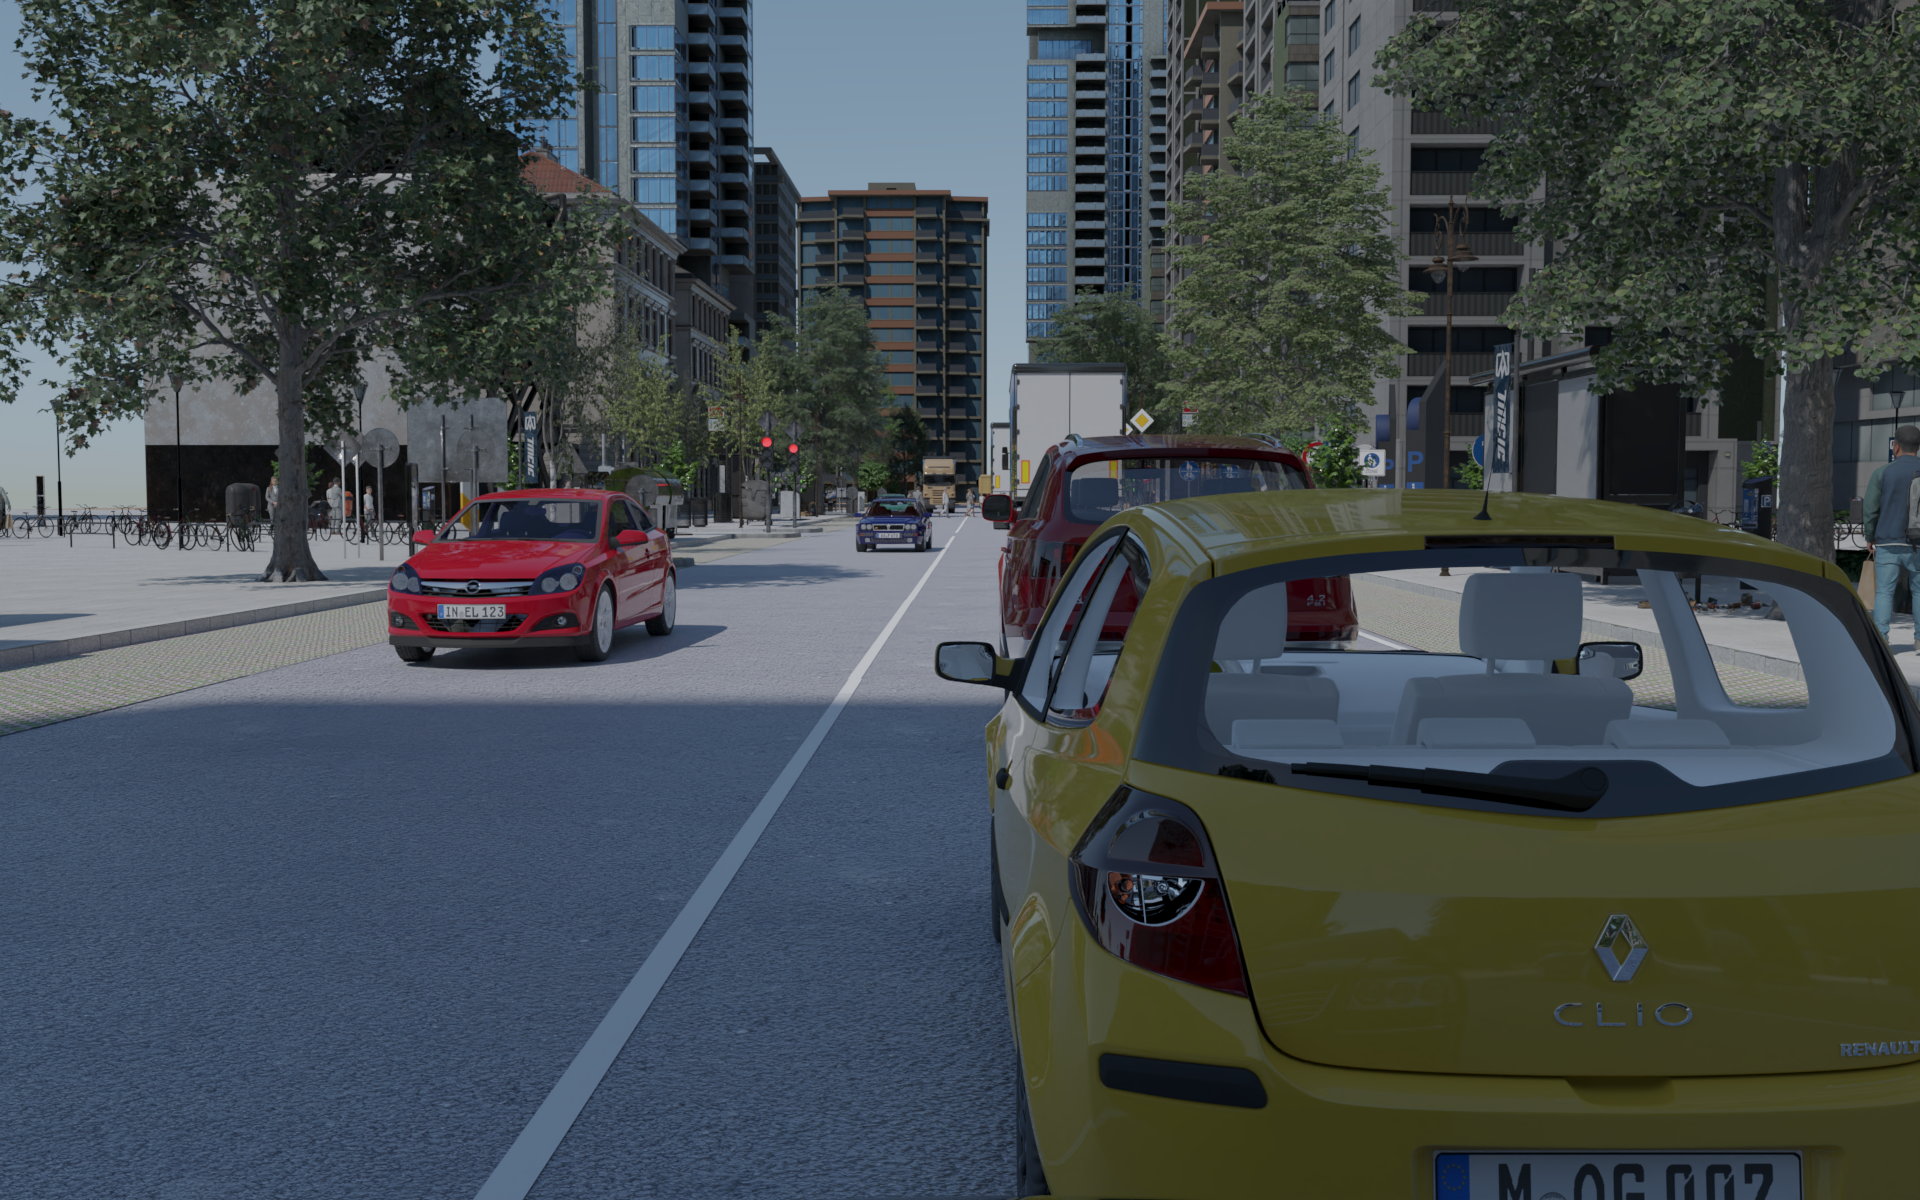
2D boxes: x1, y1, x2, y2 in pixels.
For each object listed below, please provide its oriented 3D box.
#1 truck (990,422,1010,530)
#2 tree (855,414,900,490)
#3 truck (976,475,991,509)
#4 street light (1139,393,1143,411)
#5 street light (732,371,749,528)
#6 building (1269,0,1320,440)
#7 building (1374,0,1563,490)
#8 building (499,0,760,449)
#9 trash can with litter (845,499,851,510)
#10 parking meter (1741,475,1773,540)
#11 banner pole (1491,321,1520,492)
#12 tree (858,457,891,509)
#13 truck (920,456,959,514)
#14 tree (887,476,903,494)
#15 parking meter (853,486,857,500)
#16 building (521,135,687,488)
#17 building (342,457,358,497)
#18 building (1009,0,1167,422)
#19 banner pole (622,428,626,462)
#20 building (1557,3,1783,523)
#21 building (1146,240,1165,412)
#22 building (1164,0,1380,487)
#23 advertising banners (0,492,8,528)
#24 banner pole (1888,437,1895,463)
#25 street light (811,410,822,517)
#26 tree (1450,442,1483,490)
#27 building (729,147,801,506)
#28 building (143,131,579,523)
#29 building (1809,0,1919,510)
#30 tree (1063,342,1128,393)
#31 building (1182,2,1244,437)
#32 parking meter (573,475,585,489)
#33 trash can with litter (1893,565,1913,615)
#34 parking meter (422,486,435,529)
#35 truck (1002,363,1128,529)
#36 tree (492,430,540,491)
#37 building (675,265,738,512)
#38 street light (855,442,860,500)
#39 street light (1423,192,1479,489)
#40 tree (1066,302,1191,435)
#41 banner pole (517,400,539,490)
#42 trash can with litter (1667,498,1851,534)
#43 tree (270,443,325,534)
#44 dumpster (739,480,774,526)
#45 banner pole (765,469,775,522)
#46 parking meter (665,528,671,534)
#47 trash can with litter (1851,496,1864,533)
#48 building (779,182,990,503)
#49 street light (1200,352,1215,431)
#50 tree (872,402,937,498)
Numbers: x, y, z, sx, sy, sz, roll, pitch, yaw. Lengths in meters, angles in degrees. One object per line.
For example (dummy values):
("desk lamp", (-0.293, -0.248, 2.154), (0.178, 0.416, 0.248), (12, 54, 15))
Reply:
("truck", (2.638, -5.156, 73.216), (2.839, 4.237, 11.283), (0, 4, 2))
("tree", (-7.211, -12.632, 156.901), (4.360, 8.622, 3.978), (0, 3, 0))
("truck", (3.246, -10.753, 171.741), (3.469, 3.379, 9.791), (0, 4, 2))
("street light", (8.283, -6.518, 79.364), (0.468, 5.910, 1.993), (0, 4, 1))
("street light", (-8.286, -5.661, 65.352), (0.468, 5.910, 1.993), (0, 4, 1))
("building", (25.245, -20.273, 103.163), (14.160, 30.474, 14.107), (0, 4, 1))
("building", (30.351, -42.135, 127.166), (20.563, 71.187, 20.611), (0, 4, 1))
("building", (-29.241, -51.481, 154.385), (22.319, 86.520, 31.000), (0, 4, 1))
("trash can with litter", (-8.559, -7.755, 137.859), (1.678, 1.210, 2.233), (-2, 4, -27))
("parking meter", (10.707, -0.910, 23.283), (0.372, 1.533, 0.369), (0, 3, 0))
("banner pole", (8.004, -2.161, 25.354), (0.401, 3.779, 0.863), (-1, 4, -12))
("tree", (-7.594, -10.257, 151.410), (4.285, 4.588, 4.351), (0, 3, 0))
("truck", (-1.537, -8.674, 130.727), (2.839, 4.237, 11.283), (0, 4, 0))
("tree", (-6.691, -11.353, 180.224), (1.663, 3.219, 1.824), (0, 3, 0))
("parking meter", (-7.675, -7.430, 127.199), (0.255, 1.863, 0.399), (-2, 4, -29))
("building", (-24.743, -16.714, 109.431), (11.583, 22.565, 21.152), (0, 4, 1))
("building", (-64.045, -33.528, 198.292), (14.200, 45.320, 14.600), (0, 4, 1))
("building", (20.901, -56.942, 243.671), (31.000, 86.520, 22.319), (0, 4, 1))
("banner pole", (-12.858, -4.667, 66.327), (0.401, 3.779, 0.863), (-1, 4, -20))
("building", (29.874, -39.536, 84.660), (20.611, 71.187, 20.563), (0, 4, 1))
("building", (28.138, -26.063, 197.833), (14.160, 30.474, 14.107), (0, 4, 1))
("building", (30.376, -45.320, 179.233), (20.563, 71.187, 20.611), (0, 4, 1))
("advertising banners", (-36.845, -4.219, 65.170), (2.074, 3.025, 0.090), (0, 4, 5))
("banner pole", (36.152, -4.687, 66.657), (0.863, 3.779, 0.401), (2, 4, 25))
("street light", (-7.893, -7.506, 95.511), (0.468, 5.910, 1.993), (0, 4, 1))
("tree", (16.812, -3.727, 55.545), (1.663, 3.219, 1.824), (0, 3, 0))
("building", (-30.039, -30.383, 188.638), (23.993, 40.220, 32.217), (0, 4, 1))
("building", (-27.548, -13.268, 84.386), (16.820, 18.784, 16.811), (0, 4, 1))
("building", (63.619, -30.613, 89.767), (27.495, 52.752, 28.713), (0, 4, 1))
("tree", (10.019, -12.910, 129.210), (7.486, 12.596, 7.792), (0, 3, 0))
("building", (31.622, -30.589, 154.757), (22.147, 44.769, 28.867), (0, 4, 1))
("parking meter", (-11.394, -2.828, 51.942), (0.255, 1.863, 0.399), (1, 4, 18))
("trash can with litter", (10.382, -0.427, 18.363), (0.624, 1.170, 1.055), (-1, 4, -14))
("parking meter", (-16.974, -2.871, 55.355), (0.372, 1.533, 0.369), (0, 3, 0))
("truck", (2.460, -3.288, 42.676), (2.839, 4.237, 11.283), (0, 4, 1))
("tree", (-13.493, -3.529, 52.293), (1.663, 3.219, 1.824), (0, 3, 0))
("building", (-23.278, -16.237, 130.107), (10.561, 19.102, 19.286), (0, 4, 1))
("street light", (-7.446, -9.331, 125.346), (0.468, 5.910, 1.993), (0, 4, 1))
("street light", (7.586, -3.310, 26.912), (0.468, 5.910, 1.993), (0, 4, 1))
("tree", (8.125, -9.190, 84.663), (7.601, 10.594, 8.767), (0, 4, 6))
("banner pole", (-11.582, -3.442, 46.298), (0.863, 3.779, 0.401), (2, 4, 31))
("trash can with litter", (8.485, -0.514, 19.457), (2.233, 1.210, 1.678), (-2, 4, -29))
("tree", (-21.350, -3.747, 55.868), (1.663, 3.219, 1.824), (0, 3, 0))
("dumpster", (-8.296, -3.956, 70.439), (1.264, 1.857, 1.865), (0, 4, 1))
("banner pole", (-8.922, -5.545, 80.683), (0.401, 3.779, 0.863), (1, 4, 17))
("parking meter", (-8.540, -2.546, 50.033), (0.372, 1.533, 0.369), (0, 3, 0))
("trash can with litter", (28.764, -2.747, 55.972), (1.678, 1.210, 2.233), (-1, 4, -15))
("building", (-10.235, -36.177, 246.119), (28.867, 44.769, 22.147), (0, 4, 1))
("street light", (8.011, -5.124, 56.559), (0.468, 5.910, 1.993), (0, 4, 1))
("tree", (-6.848, -18.102, 212.969), (9.611, 12.733, 9.660), (0, 3, 0))
